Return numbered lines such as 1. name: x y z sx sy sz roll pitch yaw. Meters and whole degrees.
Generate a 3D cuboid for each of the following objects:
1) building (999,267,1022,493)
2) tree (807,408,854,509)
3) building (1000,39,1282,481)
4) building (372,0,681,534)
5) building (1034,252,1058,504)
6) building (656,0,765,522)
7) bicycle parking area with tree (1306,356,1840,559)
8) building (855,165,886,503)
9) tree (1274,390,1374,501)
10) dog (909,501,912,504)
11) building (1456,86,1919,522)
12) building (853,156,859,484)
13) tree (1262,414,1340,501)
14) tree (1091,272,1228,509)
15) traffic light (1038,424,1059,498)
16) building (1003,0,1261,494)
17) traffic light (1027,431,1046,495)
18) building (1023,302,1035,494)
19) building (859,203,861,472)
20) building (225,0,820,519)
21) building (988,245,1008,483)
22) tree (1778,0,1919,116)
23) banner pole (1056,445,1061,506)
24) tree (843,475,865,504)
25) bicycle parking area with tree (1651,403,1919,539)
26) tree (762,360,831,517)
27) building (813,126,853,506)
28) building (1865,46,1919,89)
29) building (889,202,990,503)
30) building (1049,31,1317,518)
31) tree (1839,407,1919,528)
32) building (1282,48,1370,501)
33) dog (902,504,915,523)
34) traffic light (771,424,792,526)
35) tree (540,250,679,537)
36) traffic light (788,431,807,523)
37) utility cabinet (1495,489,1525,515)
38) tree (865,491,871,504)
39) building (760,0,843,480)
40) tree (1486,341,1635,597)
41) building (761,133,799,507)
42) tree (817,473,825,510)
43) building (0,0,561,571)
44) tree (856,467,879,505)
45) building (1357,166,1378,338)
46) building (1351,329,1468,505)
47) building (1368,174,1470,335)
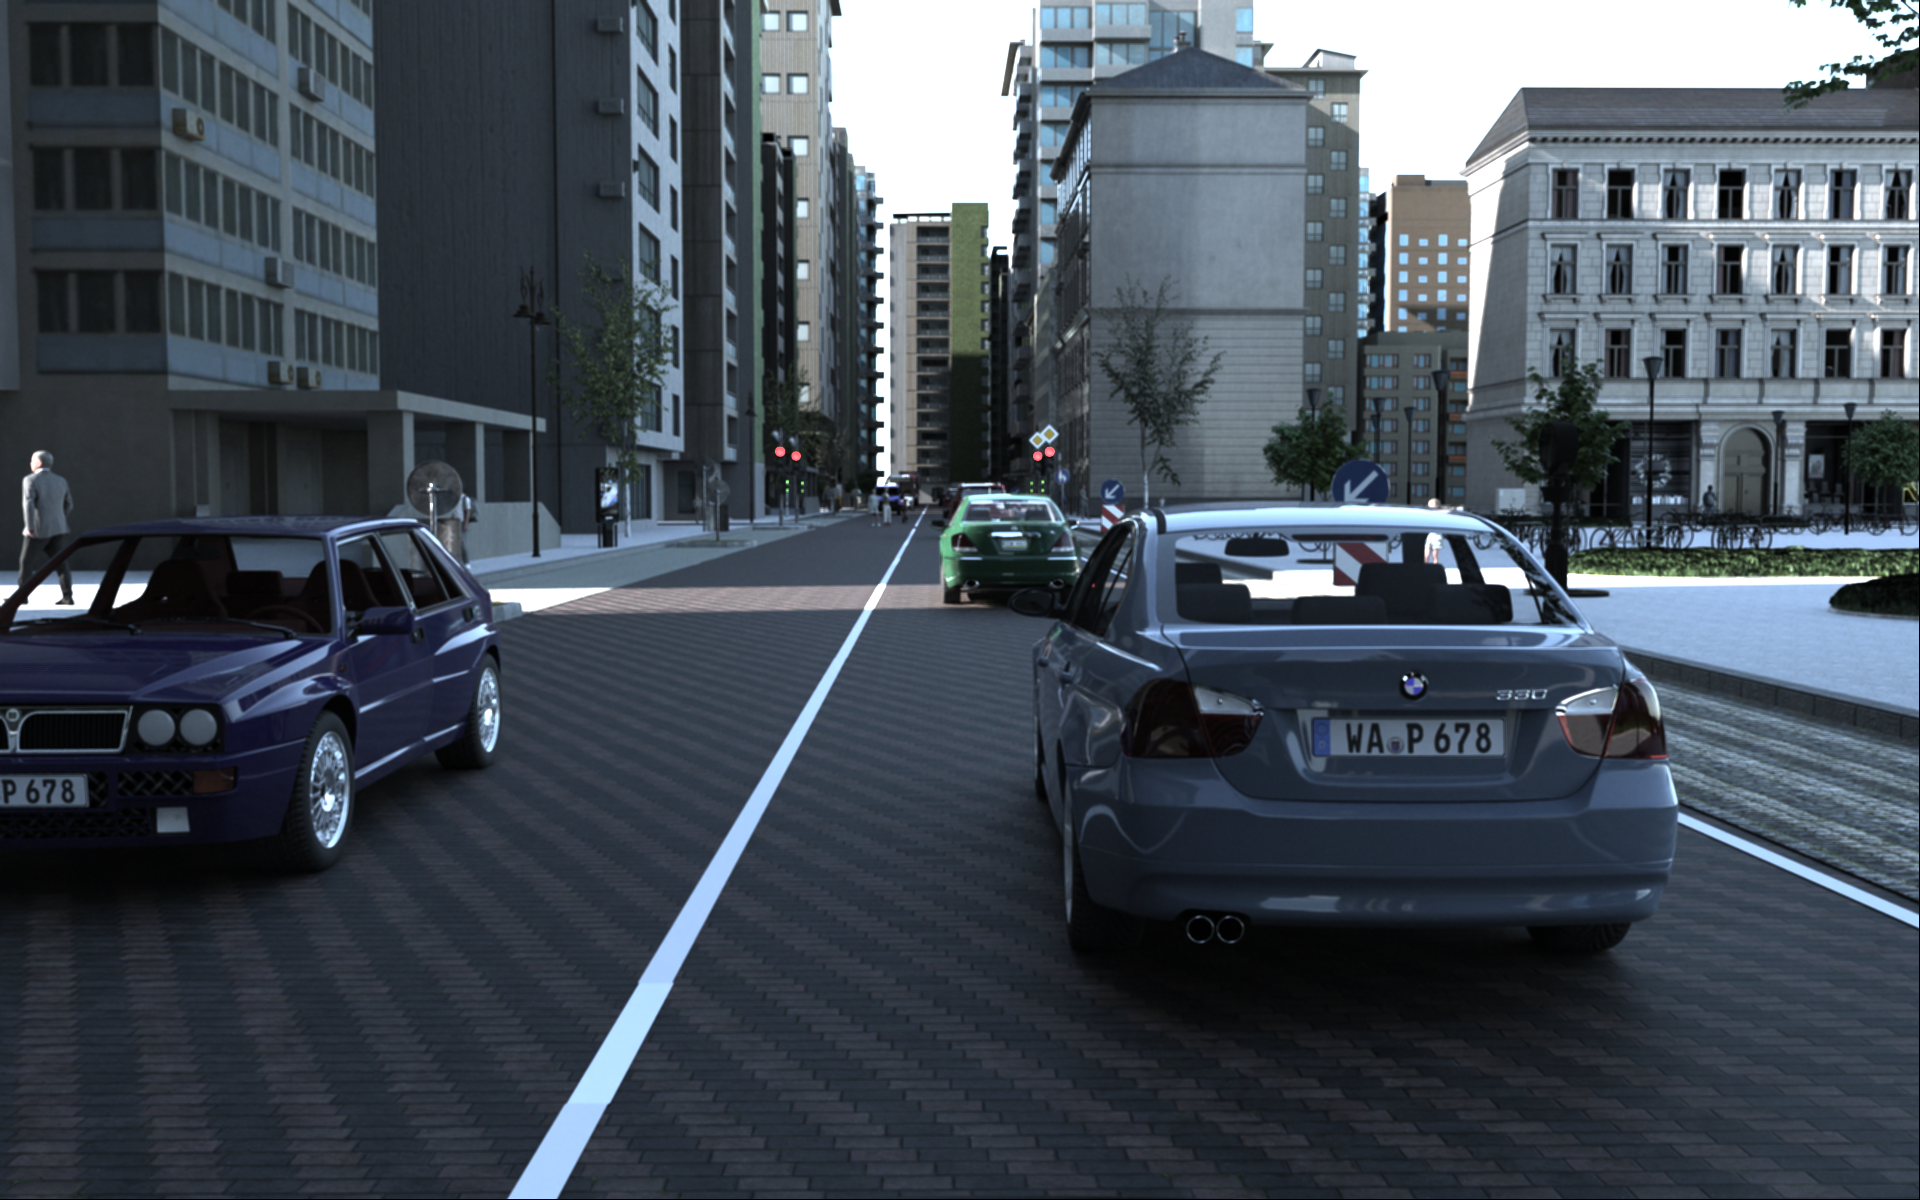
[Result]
1. building: 11.964 -27.480 220.993 14.160 30.474 14.107 0 4 -1
2. tree: -11.326 -12.168 149.311 4.360 8.622 3.978 0 3 0
3. building: 19.442 -37.307 199.215 28.713 52.752 27.495 0 4 -1
4. building: -17.343 -17.704 61.167 14.107 30.474 14.160 0 4 -1
5. building: 11.065 -16.530 125.014 10.420 20.320 16.860 0 4 -1
6. building: -17.305 -24.497 84.115 14.154 41.232 14.086 0 4 -1
7. bicycle parking area with tree: 12.657 -3.131 38.201 9.016 4.147 8.231 -2 4 -27
8. building: -25.915 -38.465 248.505 30.456 49.044 23.786 0 4 -1
9. tree: 6.912 -2.296 32.137 1.663 3.219 1.824 0 3 0
10. dog: -4.180 -8.173 150.461 0.513 0.831 0.800 0 4 -7
11. building: 27.145 -14.228 83.545 40.483 20.767 10.553 0 4 -1
12. building: -19.496 -31.670 201.390 14.154 41.232 14.086 0 4 -1
13. tree: 13.306 -5.094 66.995 4.285 4.588 4.351 0 3 0
14. tree: 6.447 -6.577 57.904 4.360 8.622 3.978 0 3 0
15. traffic light: 3.576 -4.950 69.856 0.839 4.253 0.868 0 4 -1
16. building: 16.474 -33.684 170.337 23.786 49.044 30.456 0 4 -1
17. traffic light: 3.457 -5.439 77.840 0.839 4.253 0.868 0 4 -1
18. building: 10.994 -17.031 143.091 10.561 19.102 19.286 0 4 -1
19. building: -19.716 -32.842 220.568 14.086 41.232 14.154 0 4 -1
20. building: -25.640 -25.635 111.013 32.217 40.220 23.993 0 4 -1
21. building: 15.906 -34.320 253.014 23.993 40.220 32.217 0 4 -1
22. tree: 7.852 -5.198 10.741 9.928 11.665 9.643 0 3 0
23. banner pole: 5.005 -5.982 87.829 0.401 3.779 0.863 1 4 21
24. tree: -10.632 -10.776 170.790 1.663 3.219 1.824 0 3 0
25. bicycle parking area with tree: 28.222 -4.287 57.088 9.016 4.147 8.231 1 4 15
26. tree: -9.483 -8.917 96.161 4.737 8.622 4.395 0 3 0
27. building: -19.304 -30.795 187.096 14.154 41.232 14.086 0 4 -1
28. building: 55.281 -15.625 85.139 15.834 23.373 12.332 0 4 -1
29. building: -3.003 -34.286 244.162 14.086 41.232 14.154 0 4 -1
30. building: 12.343 -18.753 103.874 12.463 27.353 25.104 0 4 -1
31. tree: 35.288 -5.022 65.822 4.285 4.588 4.351 0 3 0
32. building: 32.985 -38.196 213.739 27.495 52.752 28.713 0 4 -1
33. dog: -2.612 -4.196 85.436 0.513 0.831 0.800 1 4 22
34. traffic light: -7.184 -4.939 69.680 0.839 4.253 0.868 0 4 -1
35. tree: -10.125 -6.180 51.413 4.737 8.622 4.395 0 3 0
36. traffic light: -7.303 -5.428 77.664 0.839 4.253 0.868 0 4 -1
37. utility cabinet: 22.571 -3.814 71.034 1.173 1.500 0.318 -1 4 -12
38. tree: -12.689 -14.417 230.315 1.663 3.219 1.824 0 3 0
39. building: -26.106 -35.245 165.493 28.713 52.752 27.495 0 4 -1
40. tree: 7.755 -1.679 22.056 1.663 3.219 1.824 0 3 0
41. building: -20.473 -22.427 138.391 14.160 30.474 14.107 0 4 -1
42. tree: -11.547 -8.783 138.205 1.663 3.219 1.824 0 3 0
43. building: -25.534 -20.862 32.977 32.217 40.220 23.993 0 4 -1
44. tree: -11.531 -13.975 212.207 4.285 4.588 4.351 0 3 0
45. building: 43.543 -38.537 249.682 30.456 49.044 23.786 0 4 -1
46. building: 61.174 -22.653 215.413 28.899 21.520 27.650 0 4 -1
47. building: 66.029 -36.379 244.907 14.200 45.320 14.600 0 4 -1
